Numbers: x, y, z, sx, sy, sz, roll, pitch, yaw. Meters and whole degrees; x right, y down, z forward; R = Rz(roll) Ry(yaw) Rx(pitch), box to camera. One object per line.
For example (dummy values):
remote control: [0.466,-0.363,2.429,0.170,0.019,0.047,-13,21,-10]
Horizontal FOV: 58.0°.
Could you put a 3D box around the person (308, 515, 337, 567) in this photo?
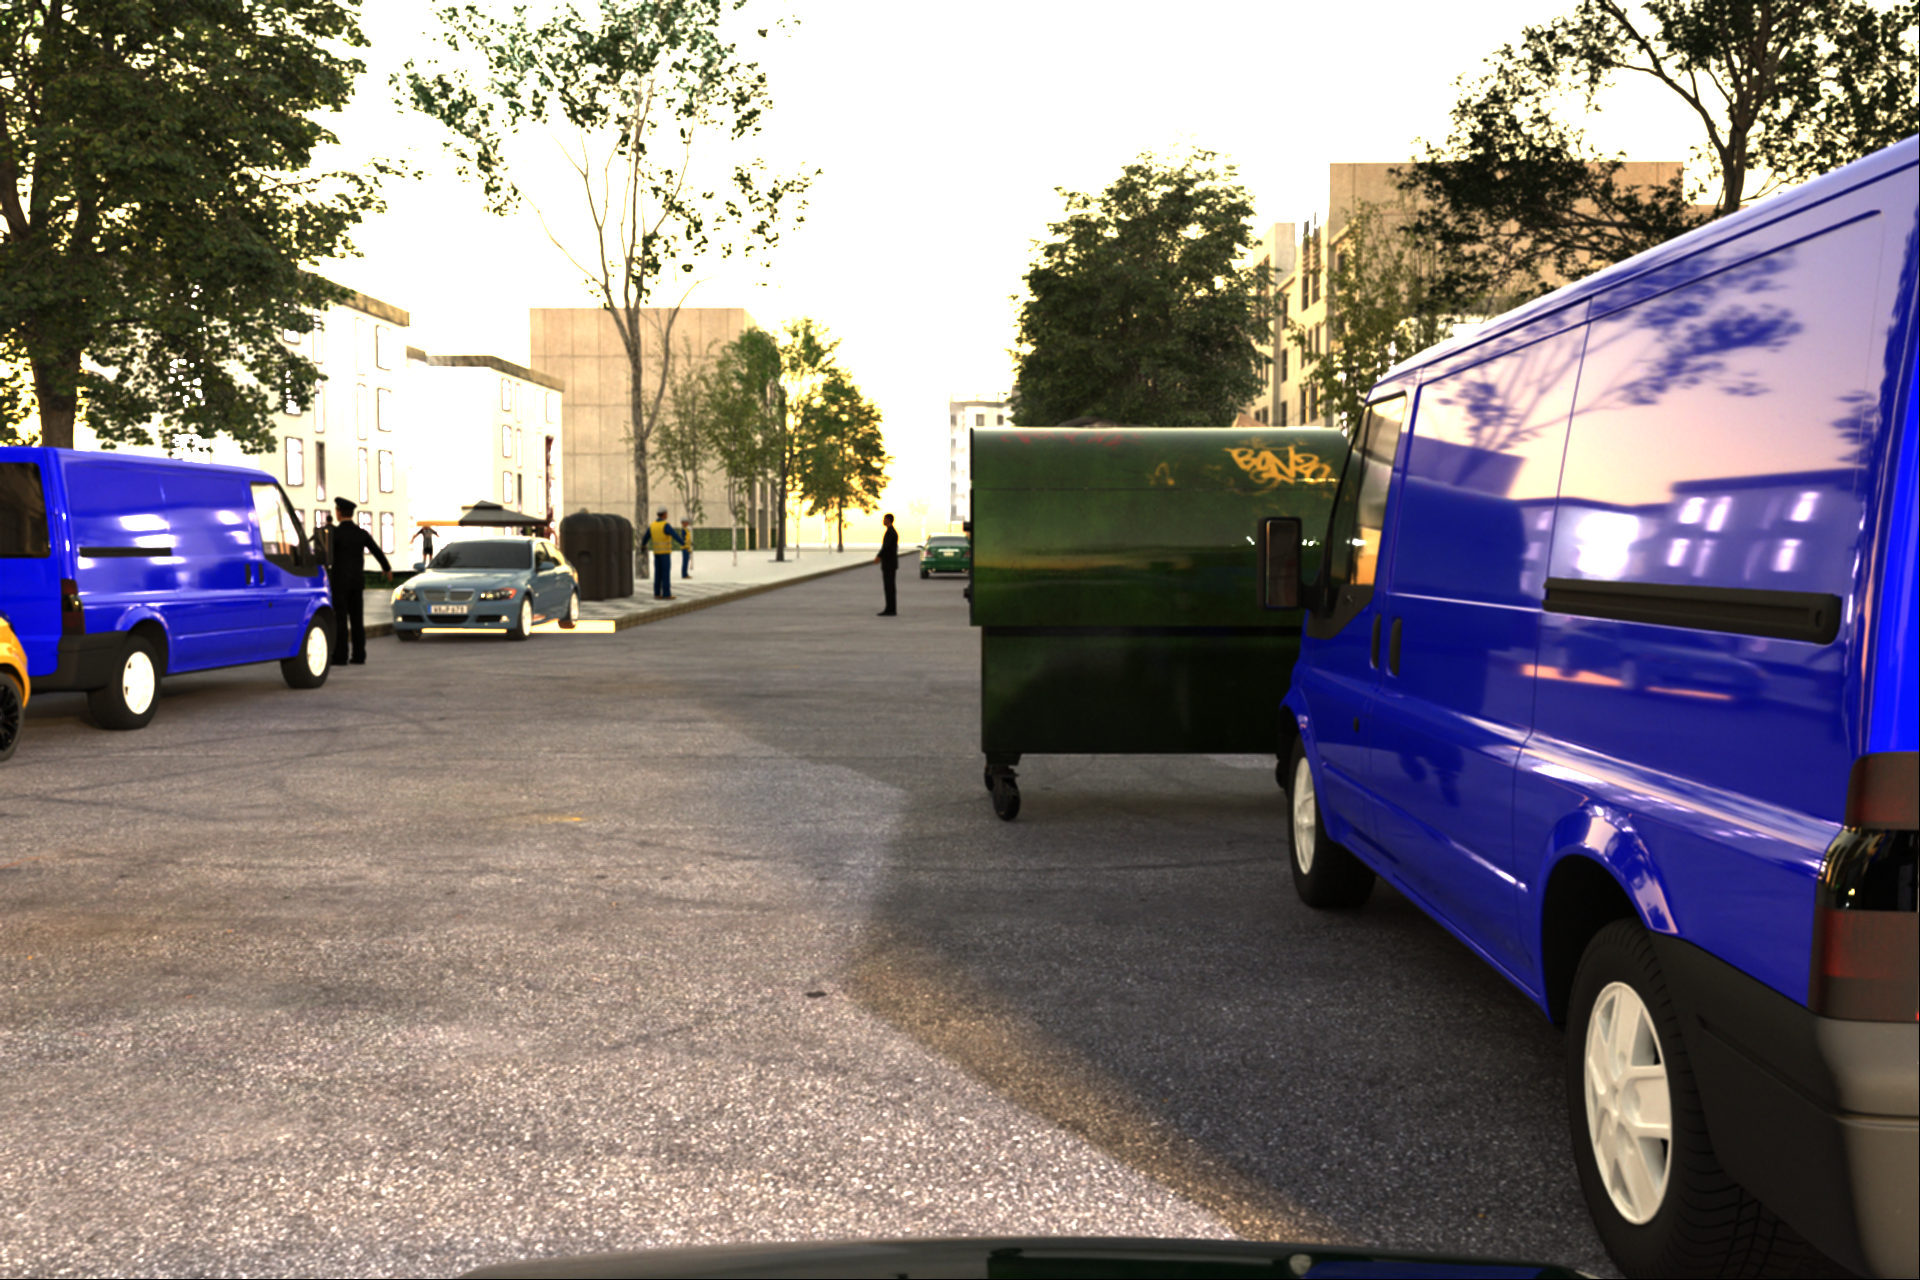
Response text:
person: [-17.673,-2.595,48.574,1.346,1.812,0.704,-2,4,-28]

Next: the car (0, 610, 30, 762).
car: [-6.870,0.047,9.452,2.015,1.641,3.980,0,4,1]

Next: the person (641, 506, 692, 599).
person: [-5.850,-1.725,34.165,1.349,1.833,0.705,2,4,35]

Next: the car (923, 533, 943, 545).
car: [-1.676,-7.078,125.320,1.945,1.707,3.694,0,4,1]

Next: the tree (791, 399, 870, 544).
tree: [-16.497,-22.554,224.642,12.611,20.169,13.585,0,3,0]

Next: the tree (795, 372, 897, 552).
tree: [-8.099,-12.467,121.962,7.486,12.596,7.792,0,3,0]

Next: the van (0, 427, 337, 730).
van: [-6.907,-0.608,14.324,2.240,2.365,5.245,0,4,1]

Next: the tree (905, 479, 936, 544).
tree: [-4.442,-16.593,221.652,4.360,8.622,3.978,0,3,0]

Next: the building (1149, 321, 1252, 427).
building: [25.847,-17.495,152.501,16.747,18.905,31.486,0,4,1]

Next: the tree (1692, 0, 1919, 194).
tree: [21.141,-10.970,35.247,12.611,20.169,13.585,0,3,0]

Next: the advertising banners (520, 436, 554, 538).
advertising banners: [-7.388,-2.093,30.402,0.090,3.025,2.074,0,4,2]

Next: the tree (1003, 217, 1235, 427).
tree: [6.628,-9.979,69.817,9.857,13.997,8.962,0,3,0]

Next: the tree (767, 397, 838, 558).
tree: [-8.665,-8.723,92.991,4.737,8.622,4.395,0,3,0]

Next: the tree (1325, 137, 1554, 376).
tree: [8.627,-5.055,33.004,4.360,8.622,3.978,0,3,0]

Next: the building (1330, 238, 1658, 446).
building: [20.419,-7.299,61.488,9.099,9.664,28.070,0,4,1]

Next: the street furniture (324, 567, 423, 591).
street furniture: [-14.752,-1.563,41.188,10.072,0.657,5.734,1,4,9]

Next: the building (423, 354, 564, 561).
building: [-26.239,-9.357,95.128,9.099,9.664,28.070,0,4,1]

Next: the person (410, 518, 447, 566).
person: [-18.026,-3.214,58.686,1.345,1.843,0.704,-3,5,-40]

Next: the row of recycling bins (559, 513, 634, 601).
row of recycling bins: [-7.223,-1.688,34.719,1.069,1.692,3.534,0,4,1]

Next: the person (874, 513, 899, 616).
person: [-1.269,-1.332,30.465,0.704,1.802,1.346,1,4,9]

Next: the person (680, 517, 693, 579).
person: [-7.827,-2.657,49.898,0.721,1.772,1.216,0,4,-2]

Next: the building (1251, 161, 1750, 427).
building: [26.011,-13.732,90.983,16.747,18.905,31.486,0,4,1]

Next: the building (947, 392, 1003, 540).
building: [-1.280,-22.178,221.494,11.380,20.090,16.016,0,4,-5]

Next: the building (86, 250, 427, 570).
building: [-25.255,-7.541,65.449,9.099,9.664,28.070,0,4,0]

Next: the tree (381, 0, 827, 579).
tree: [-9.937,-11.744,47.905,12.611,20.169,13.585,0,3,0]

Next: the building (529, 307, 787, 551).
building: [-25.111,-17.393,150.838,16.747,18.905,31.486,0,3,0]

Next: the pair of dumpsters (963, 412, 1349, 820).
pair of dumpsters: [2.233,-0.256,9.139,4.436,2.255,1.574,0,4,0]

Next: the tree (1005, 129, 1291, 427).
tree: [5.825,-9.147,56.216,9.857,13.997,8.962,0,3,0]

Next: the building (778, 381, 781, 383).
building: [-23.929,-19.157,169.633,16.016,20.090,11.380,0,4,1]

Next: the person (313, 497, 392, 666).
person: [-6.742,-0.648,18.992,0.705,1.837,1.347,2,4,33]

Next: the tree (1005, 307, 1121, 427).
tree: [5.855,-10.033,82.166,7.486,12.596,7.792,0,3,0]

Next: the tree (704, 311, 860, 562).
tree: [-8.254,-9.455,80.345,9.928,11.665,9.643,0,3,0]

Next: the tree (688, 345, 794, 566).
tree: [-8.717,-7.232,68.599,4.737,8.622,4.395,0,3,0]

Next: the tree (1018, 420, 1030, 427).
tree: [6.327,-9.803,94.694,8.767,10.594,7.601,0,4,5]

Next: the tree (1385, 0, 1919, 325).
tree: [8.328,-5.221,19.768,7.601,10.594,8.767,-1,4,-18]

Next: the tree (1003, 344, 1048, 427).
tree: [7.184,-12.142,105.176,9.857,13.997,8.962,0,3,0]

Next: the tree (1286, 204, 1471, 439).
tree: [9.279,-5.392,38.524,4.737,8.622,4.395,0,3,0]

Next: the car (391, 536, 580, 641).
car: [-6.672,-0.783,24.808,2.014,1.417,4.499,0,4,1]

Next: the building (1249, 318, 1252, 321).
building: [27.593,-21.241,178.220,19.493,23.208,18.063,0,4,1]

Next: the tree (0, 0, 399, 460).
tree: [-12.823,-7.182,24.079,9.857,13.997,8.962,0,3,0]

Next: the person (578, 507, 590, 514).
person: [-8.133,-1.941,37.504,0.705,1.858,1.354,3,5,45]

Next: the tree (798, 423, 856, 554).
tree: [-8.345,-9.774,110.169,4.737,8.622,4.395,0,3,0]

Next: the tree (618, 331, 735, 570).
tree: [-9.497,-6.843,62.240,4.360,8.622,3.978,0,3,0]

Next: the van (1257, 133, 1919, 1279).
van: [2.214,-0.032,4.902,2.240,2.365,5.245,0,4,0]

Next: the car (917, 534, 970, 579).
car: [-0.371,-2.749,56.741,2.131,1.459,4.920,0,4,0]

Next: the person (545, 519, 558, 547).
person: [-11.782,-2.595,49.228,1.217,1.733,0.721,3,5,42]
